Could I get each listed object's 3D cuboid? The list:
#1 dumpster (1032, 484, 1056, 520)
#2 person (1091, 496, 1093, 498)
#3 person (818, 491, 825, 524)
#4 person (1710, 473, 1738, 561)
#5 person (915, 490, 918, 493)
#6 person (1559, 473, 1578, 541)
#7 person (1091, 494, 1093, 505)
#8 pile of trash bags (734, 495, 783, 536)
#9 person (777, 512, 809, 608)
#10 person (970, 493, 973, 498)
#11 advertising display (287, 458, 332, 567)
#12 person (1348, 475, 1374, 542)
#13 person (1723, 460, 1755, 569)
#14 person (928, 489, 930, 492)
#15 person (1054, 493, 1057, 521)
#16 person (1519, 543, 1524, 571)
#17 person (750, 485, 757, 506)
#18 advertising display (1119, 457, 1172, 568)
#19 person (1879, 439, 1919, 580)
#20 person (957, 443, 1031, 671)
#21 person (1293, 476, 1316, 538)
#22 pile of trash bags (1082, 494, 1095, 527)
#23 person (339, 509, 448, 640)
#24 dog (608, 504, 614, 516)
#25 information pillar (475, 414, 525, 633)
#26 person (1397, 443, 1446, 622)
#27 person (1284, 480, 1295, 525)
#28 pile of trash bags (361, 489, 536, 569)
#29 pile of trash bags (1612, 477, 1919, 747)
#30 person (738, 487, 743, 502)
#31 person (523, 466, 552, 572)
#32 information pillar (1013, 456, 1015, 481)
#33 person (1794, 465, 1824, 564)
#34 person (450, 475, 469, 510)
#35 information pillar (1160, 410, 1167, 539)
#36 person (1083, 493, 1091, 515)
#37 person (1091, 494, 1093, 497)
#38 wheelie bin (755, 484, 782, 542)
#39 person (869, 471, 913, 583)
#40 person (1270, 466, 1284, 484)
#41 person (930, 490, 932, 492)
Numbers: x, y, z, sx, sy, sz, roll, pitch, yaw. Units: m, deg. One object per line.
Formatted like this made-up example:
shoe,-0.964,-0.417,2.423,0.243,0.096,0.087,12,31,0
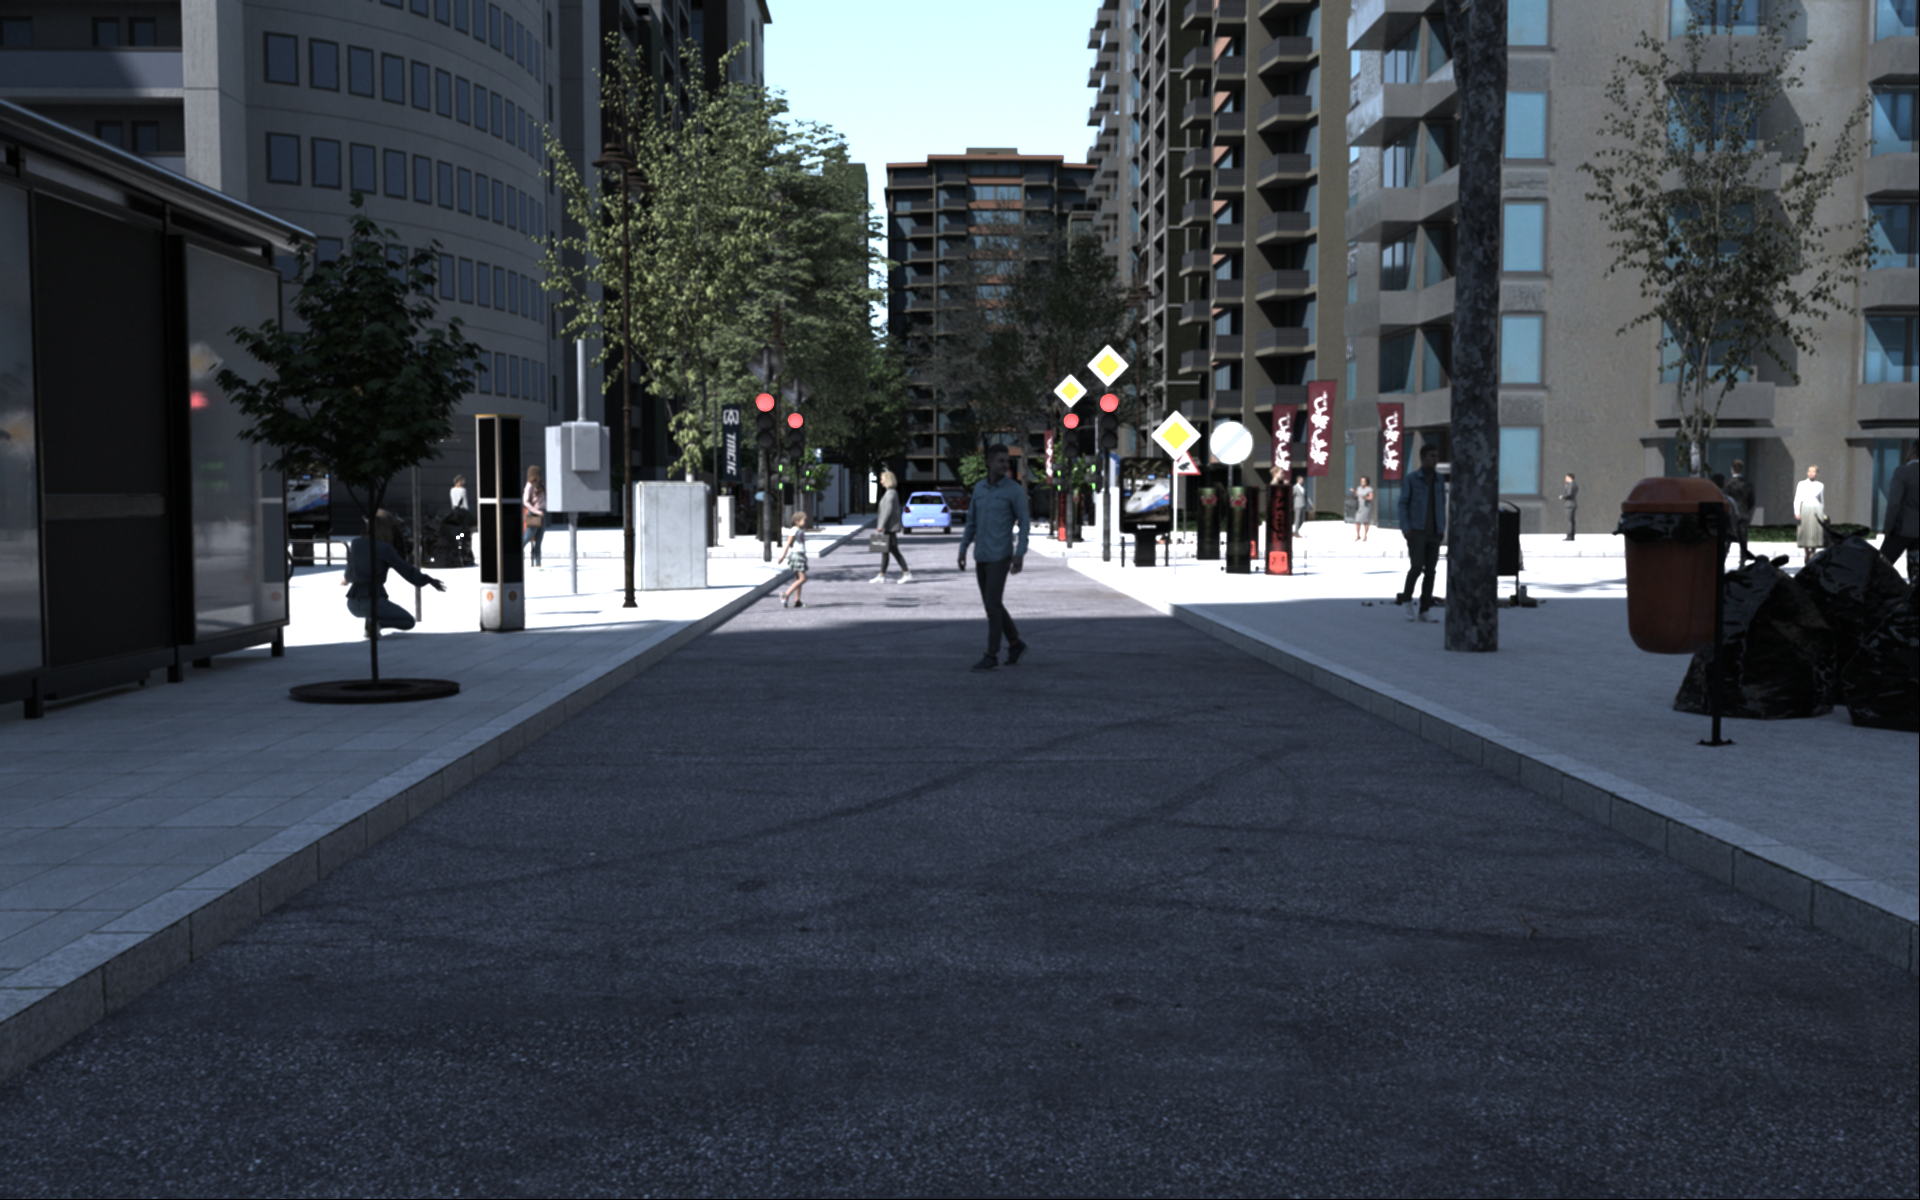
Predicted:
dumpster,4.234,-4.844,84.956,1.264,1.857,1.865,0,4,-1
person,9.680,-7.215,124.711,0.721,1.736,1.217,-2,4,-25
person,-6.012,-4.168,74.745,0.362,1.759,0.519,0,4,0
person,8.378,-0.649,19.248,0.523,1.515,0.503,3,4,39
person,-3.457,-7.972,139.673,1.217,1.723,0.721,2,4,29
person,16.607,-2.537,47.329,0.447,1.846,0.655,3,4,36
person,9.736,-7.319,128.894,0.799,1.438,0.628,1,4,20
pile of trash bags,-6.756,-2.745,54.638,1.912,1.369,3.447,2,4,31
person,-2.091,-0.516,21.953,0.382,1.210,0.505,1,4,10
person,1.298,-10.048,170.859,0.617,1.759,0.750,0,4,0
advertising display,-11.636,-1.555,30.641,0.974,1.923,0.123,-1,4,-17
person,10.735,-2.458,46.586,0.532,1.782,0.716,-3,5,-44
person,12.836,-1.404,28.769,0.659,1.850,0.755,0,4,-2
person,-2.528,-8.146,141.762,0.705,1.814,1.350,-3,4,-39
person,4.817,-4.676,82.522,0.620,1.820,0.660,-2,4,-24
person,8.988,-1.416,29.409,0.699,1.804,1.509,0,4,-3
person,-12.355,-6.007,104.344,0.616,1.811,0.778,2,4,34
advertising display,3.253,-1.538,30.365,0.974,1.923,0.123,-1,4,-20
person,8.891,-0.617,16.316,0.592,1.802,0.473,0,4,-2
person,0.353,-0.357,14.192,0.748,1.841,0.638,-3,4,-39
person,9.876,-2.697,50.258,0.709,1.813,0.853,-3,4,-36
pile of trash bags,5.008,-3.670,69.760,1.912,1.369,3.447,1,4,12
person,-5.230,-0.242,15.500,1.012,1.151,0.738,1,4,22
dog,-16.306,-4.111,81.588,0.513,0.831,0.800,3,5,43
information pillar,-4.272,-0.711,16.115,0.304,2.012,0.304,2,4,34
person,4.638,-0.672,17.370,0.601,1.785,0.444,-1,4,-13
person,9.845,-2.819,52.104,0.822,1.834,0.622,-3,4,-38
pile of trash bags,-8.938,-1.266,30.451,3.447,1.369,1.912,1,4,11
pile of trash bags,4.931,-0.004,9.811,3.447,1.369,1.912,-2,4,-33
person,-15.217,-6.919,119.693,0.617,1.759,0.750,-3,5,-45
person,-7.091,-1.342,28.571,0.643,1.750,0.593,0,4,4
information pillar,3.333,-7.025,106.206,0.183,3.616,0.504,0,4,-4
person,15.294,-1.523,31.167,0.478,1.798,0.641,2,4,32
person,-11.754,-2.077,40.760,0.466,1.731,0.760,-1,4,-12
information pillar,5.721,-3.501,48.600,0.183,3.616,0.504,0,4,2
person,7.493,-5.818,101.596,0.534,1.772,0.576,-3,4,-36
person,9.584,-7.058,122.269,1.217,1.723,0.721,-2,4,-30
wheelie bin,-5.157,-2.369,46.647,0.693,1.594,0.980,0,4,-3
person,-1.125,-1.168,27.777,0.728,1.800,0.709,1,4,9
person,5.481,-1.421,29.818,0.362,1.759,0.519,0,4,7
person,-2.132,-7.271,128.090,1.217,1.736,0.721,0,4,-8
